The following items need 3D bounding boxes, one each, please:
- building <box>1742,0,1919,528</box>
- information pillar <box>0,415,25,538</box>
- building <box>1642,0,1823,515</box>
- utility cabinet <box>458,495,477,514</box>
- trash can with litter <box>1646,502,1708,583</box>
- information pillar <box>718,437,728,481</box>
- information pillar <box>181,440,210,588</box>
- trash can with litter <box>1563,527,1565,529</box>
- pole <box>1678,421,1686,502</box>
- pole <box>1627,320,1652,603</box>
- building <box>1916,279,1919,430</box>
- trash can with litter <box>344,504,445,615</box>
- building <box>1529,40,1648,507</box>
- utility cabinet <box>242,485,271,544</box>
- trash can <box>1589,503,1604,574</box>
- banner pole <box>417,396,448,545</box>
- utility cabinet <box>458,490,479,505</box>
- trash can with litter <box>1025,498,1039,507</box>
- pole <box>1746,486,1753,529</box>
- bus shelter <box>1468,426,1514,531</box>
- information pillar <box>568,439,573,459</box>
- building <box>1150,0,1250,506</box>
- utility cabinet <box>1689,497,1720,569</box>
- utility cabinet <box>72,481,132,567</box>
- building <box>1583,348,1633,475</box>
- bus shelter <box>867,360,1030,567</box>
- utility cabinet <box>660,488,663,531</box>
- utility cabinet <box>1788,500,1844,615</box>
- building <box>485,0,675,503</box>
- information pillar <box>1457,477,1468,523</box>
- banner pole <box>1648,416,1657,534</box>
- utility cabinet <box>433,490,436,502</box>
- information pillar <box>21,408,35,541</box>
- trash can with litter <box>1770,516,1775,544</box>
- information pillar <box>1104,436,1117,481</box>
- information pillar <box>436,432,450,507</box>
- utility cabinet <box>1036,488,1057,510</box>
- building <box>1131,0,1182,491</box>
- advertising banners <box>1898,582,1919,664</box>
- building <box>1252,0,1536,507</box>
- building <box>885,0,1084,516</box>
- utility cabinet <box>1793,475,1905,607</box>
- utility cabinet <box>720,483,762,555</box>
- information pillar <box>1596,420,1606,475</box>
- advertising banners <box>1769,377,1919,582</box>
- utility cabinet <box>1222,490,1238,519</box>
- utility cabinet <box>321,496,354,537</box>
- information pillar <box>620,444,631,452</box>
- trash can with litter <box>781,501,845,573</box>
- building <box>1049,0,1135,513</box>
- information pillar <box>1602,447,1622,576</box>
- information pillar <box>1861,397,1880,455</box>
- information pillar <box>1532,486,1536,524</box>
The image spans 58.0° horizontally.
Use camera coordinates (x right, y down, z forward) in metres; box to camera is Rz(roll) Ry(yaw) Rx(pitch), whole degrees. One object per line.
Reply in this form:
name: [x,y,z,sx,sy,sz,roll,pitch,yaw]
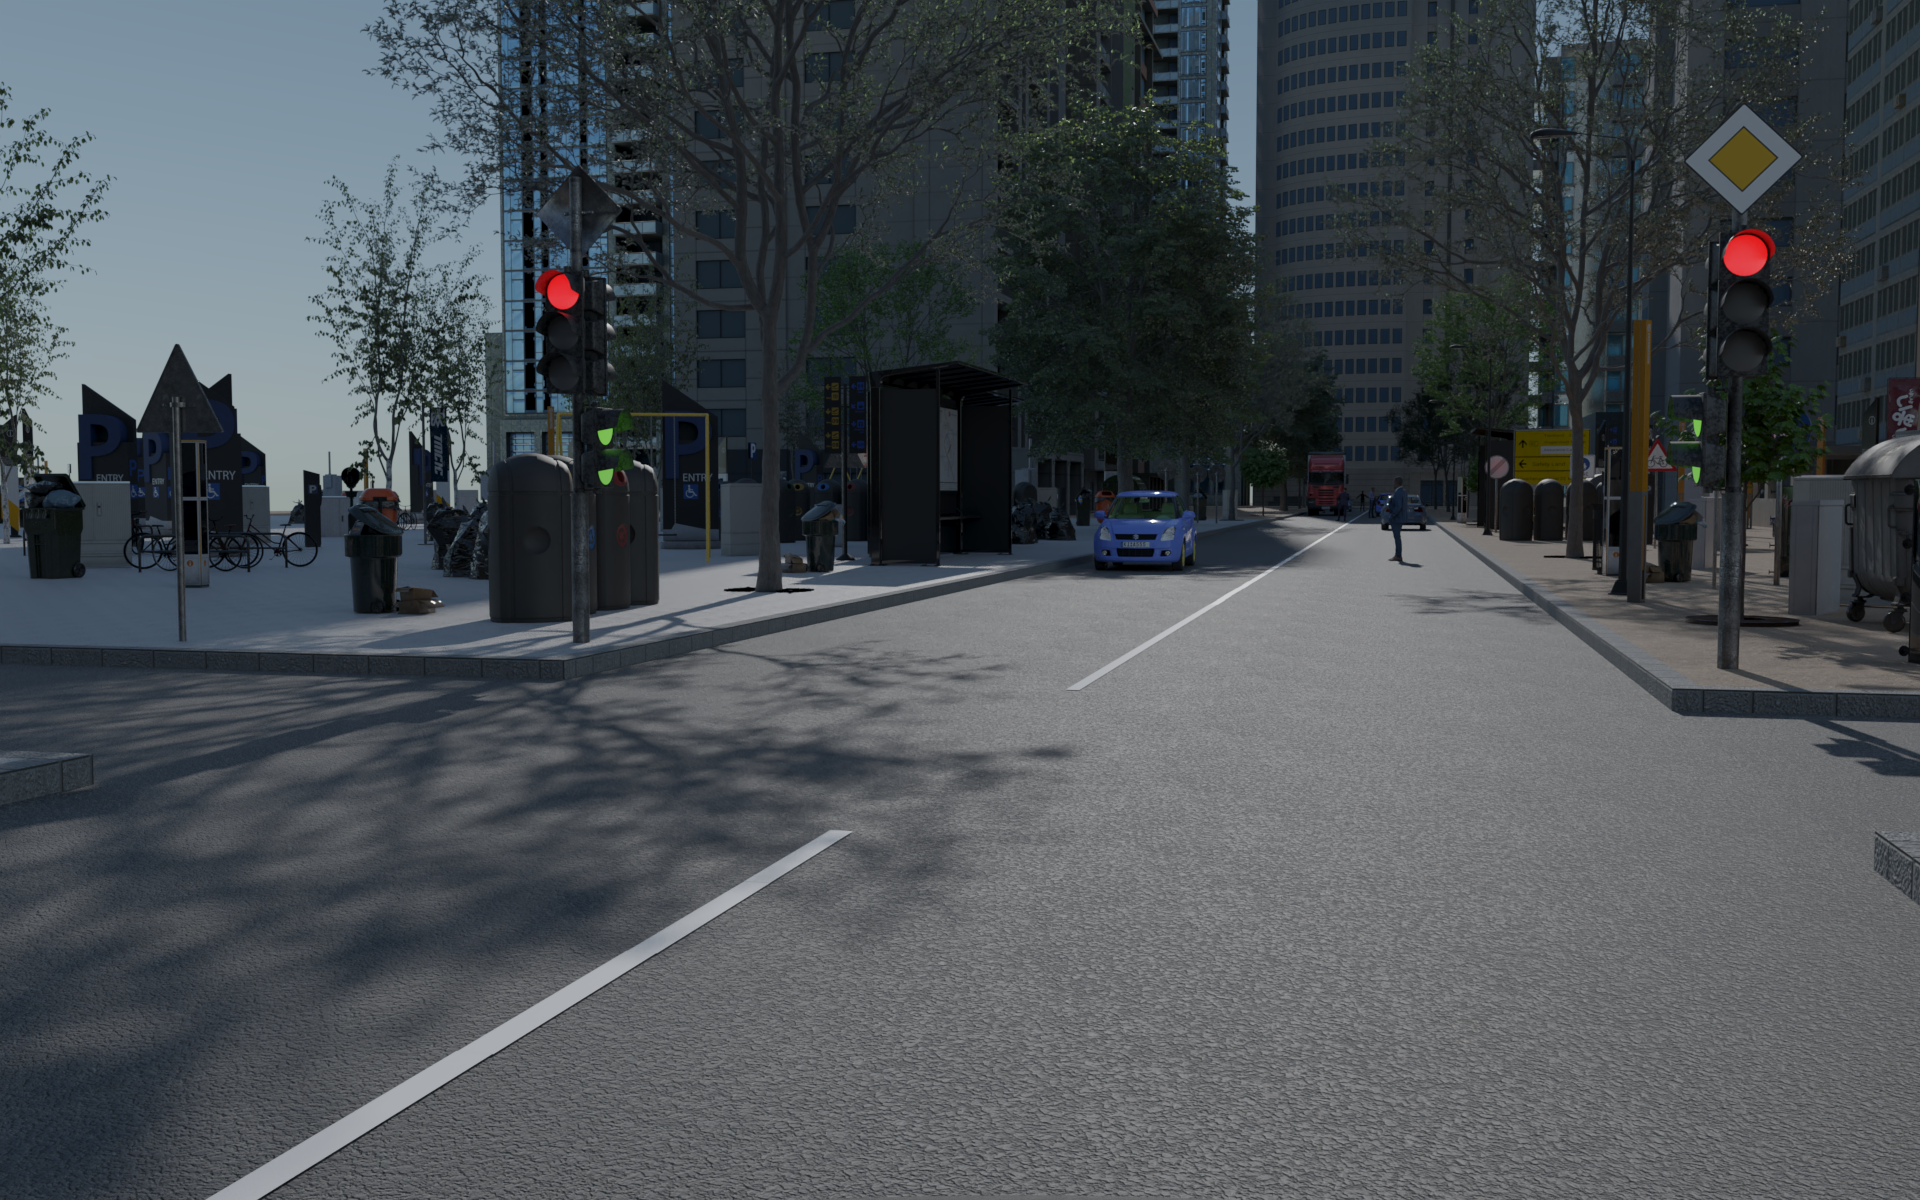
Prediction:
building: [46.946,-22.666,62.474,32.217,40.220,23.993,1,4,14]
information pillar: [-28.018,-3.652,51.068,0.504,3.616,0.183,0,4,-7]
building: [50.572,-34.048,98.688,21.231,58.520,28.212,1,4,14]
utility cabinet: [-23.527,-4.358,82.422,1.020,1.237,0.306,-1,4,-9]
trash can with litter: [10.257,-0.839,25.108,1.055,1.170,0.624,-2,4,-30]
information pillar: [-9.652,-4.850,70.645,0.504,3.616,0.183,3,5,39]
information pillar: [-10.506,-1.176,23.723,0.304,2.012,0.304,0,4,-3]
trash can with litter: [21.598,-2.999,60.422,1.055,1.170,0.624,-2,4,-29]
pole: [20.297,-3.357,48.731,0.158,3.312,0.155,0,3,0]
pole: [8.003,-1.624,20.400,0.158,3.312,0.155,0,3,0]
building: [31.451,-23.744,38.318,14.600,45.320,14.200,1,4,14]
trash can with litter: [-6.089,-0.447,18.702,1.055,1.170,0.624,1,4,14]
building: [75.171,-34.379,181.710,30.456,49.044,23.786,1,4,14]
utility cabinet: [-18.165,-2.163,44.045,0.318,1.500,1.173,3,5,40]
trash can: [10.473,-0.987,27.786,0.748,1.137,0.748,0,3,0]
banner pole: [-13.331,-3.290,43.805,0.863,3.779,0.401,-3,5,-40]
utility cabinet: [-25.438,-4.932,89.309,1.173,1.500,0.318,-1,4,-15]
trash can with litter: [2.420,-2.461,51.628,1.055,1.170,0.624,2,4,28]
pole: [29.093,-4.276,63.751,0.158,3.312,0.155,0,3,0]
bus shelter: [19.455,-4.382,62.921,1.731,3.624,6.357,1,4,14]
information pillar: [-15.613,-4.799,69.819,0.504,3.616,0.183,3,5,43]
building: [17.002,-53.920,194.261,31.000,86.520,22.319,1,4,14]
utility cabinet: [12.815,-1.147,29.912,0.306,1.237,1.020,2,4,33]
utility cabinet: [-15.042,-1.308,30.068,1.173,1.500,0.318,-2,4,-25]
building: [59.467,-49.749,126.072,22.319,86.520,31.000,1,4,14]
bus shelter: [-0.119,-2.594,33.699,1.731,3.624,6.357,1,4,14]
utility cabinet: [-9.930,-3.086,59.134,0.318,1.500,1.173,0,4,8]
utility cabinet: [9.254,-0.464,18.742,0.306,1.237,1.020,3,5,40]
building: [-26.017,-51.288,151.226,31.000,86.520,22.319,1,4,14]
information pillar: [22.029,-4.370,75.946,0.304,2.012,0.304,-2,4,-24]
banner pole: [21.979,-3.980,55.097,0.401,3.779,0.863,3,5,44]
utility cabinet: [-25.388,-4.593,83.782,1.173,1.500,0.318,-3,5,-44]
information pillar: [-25.530,-3.433,47.486,0.183,3.616,0.504,0,4,-6]
trash can with litter: [13.249,-0.958,27.054,1.055,1.170,0.624,1,4,17]
information pillar: [5.473,-4.380,62.964,0.504,3.616,0.183,-1,4,-13]
information pillar: [-18.235,-4.268,61.131,0.504,3.616,0.183,-1,4,-12]
utility cabinet: [2.681,-3.081,59.057,1.173,1.500,0.318,-1,4,-12]
building: [3.313,-30.078,146.406,28.867,44.769,22.147,1,4,14]
advertising banners: [7.293,-0.978,12.170,0.090,3.025,2.074,0,4,-3]
building: [46.461,-39.482,187.524,28.212,58.520,21.231,1,4,14]
building: [-3.442,-40.576,101.671,20.563,71.187,20.611,1,4,14]
utility cabinet: [10.181,-0.683,19.840,0.318,1.500,1.173,-3,5,-42]
utility cabinet: [-4.474,-1.679,36.124,0.318,1.500,1.173,3,4,38]
information pillar: [20.295,-3.887,54.907,0.183,3.616,0.504,3,5,44]
advertising banners: [13.462,-1.842,26.298,2.074,3.025,0.090,1,4,20]
utility cabinet: [13.604,-4.809,87.309,0.318,1.500,1.173,2,4,33]
utility cabinet: [-18.600,-2.472,51.584,1.020,1.237,0.306,-1,4,-21]
information pillar: [-15.189,-5.336,78.598,0.504,3.616,0.183,0,4,-6]
trash can with litter: [-2.448,-1.038,28.357,1.055,1.170,0.624,-3,5,-42]
building: [4.012,-26.683,119.864,14.154,41.232,14.086,1,4,14]
information pillar: [10.262,-1.384,27.124,0.304,2.012,0.304,1,4,10]
information pillar: [22.096,-3.102,42.071,0.183,3.616,0.504,-1,4,-12]
information pillar: [20.584,-4.341,62.325,0.504,3.616,0.183,-2,4,-33]
